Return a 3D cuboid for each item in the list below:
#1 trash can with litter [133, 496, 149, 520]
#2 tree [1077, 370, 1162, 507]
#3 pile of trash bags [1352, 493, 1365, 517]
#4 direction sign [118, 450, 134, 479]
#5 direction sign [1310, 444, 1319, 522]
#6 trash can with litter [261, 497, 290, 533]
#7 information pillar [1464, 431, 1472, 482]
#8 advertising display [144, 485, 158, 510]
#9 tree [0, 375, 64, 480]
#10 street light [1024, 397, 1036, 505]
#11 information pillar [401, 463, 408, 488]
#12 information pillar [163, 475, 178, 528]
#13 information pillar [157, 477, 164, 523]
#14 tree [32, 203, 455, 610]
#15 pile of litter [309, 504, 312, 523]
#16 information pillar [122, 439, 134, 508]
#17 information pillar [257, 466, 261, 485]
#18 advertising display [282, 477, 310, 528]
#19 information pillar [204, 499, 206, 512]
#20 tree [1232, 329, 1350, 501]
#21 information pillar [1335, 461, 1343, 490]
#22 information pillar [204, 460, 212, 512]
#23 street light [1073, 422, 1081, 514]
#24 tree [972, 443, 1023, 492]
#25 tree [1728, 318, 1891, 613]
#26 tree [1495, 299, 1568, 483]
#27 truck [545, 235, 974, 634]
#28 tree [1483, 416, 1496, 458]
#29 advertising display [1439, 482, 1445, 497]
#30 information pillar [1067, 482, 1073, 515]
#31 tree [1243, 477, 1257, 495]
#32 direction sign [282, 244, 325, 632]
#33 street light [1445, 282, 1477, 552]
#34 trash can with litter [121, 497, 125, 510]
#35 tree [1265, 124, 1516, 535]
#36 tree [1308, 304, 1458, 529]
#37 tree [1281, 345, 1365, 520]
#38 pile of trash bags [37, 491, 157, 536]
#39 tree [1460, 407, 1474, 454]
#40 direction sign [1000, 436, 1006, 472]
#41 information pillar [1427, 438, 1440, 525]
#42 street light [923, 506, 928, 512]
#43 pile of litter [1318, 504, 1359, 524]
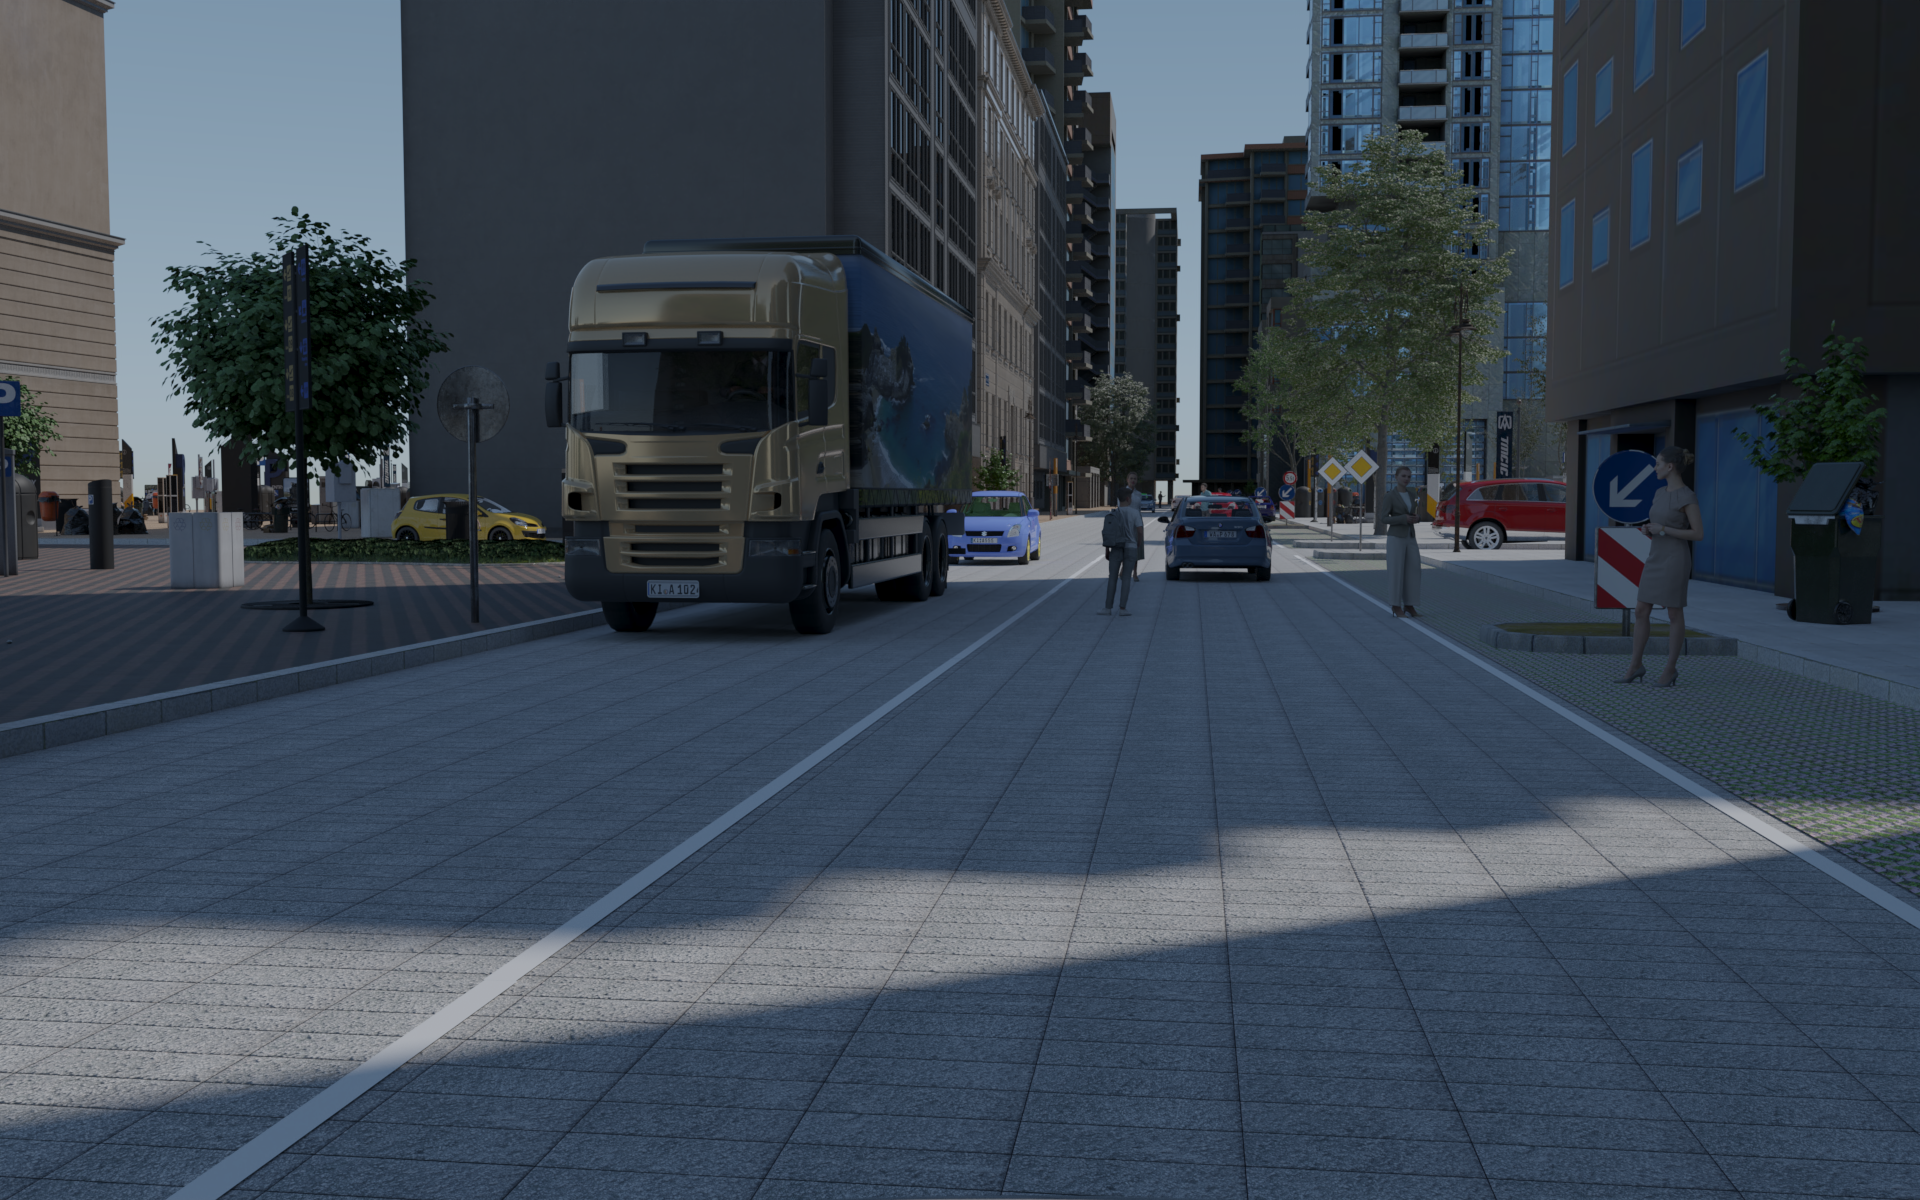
[{"bbox_3d":[-40.433,-4.516,85.217,0.624,1.170,1.055,0,4,1],"label":"trash can with litter"},{"bbox_3d":[15.907,-16.611,178.239,9.857,13.997,8.962,0,3,0],"label":"tree"},{"bbox_3d":[22.875,-5.397,97.992,1.912,1.369,3.447,-1,4,-11],"label":"pile of trash bags"},{"bbox_3d":[-43.434,-6.010,90.253,0.379,3.537,0.876,2,4,30],"label":"direction sign"},{"bbox_3d":[16.107,-5.302,78.683,0.379,3.537,0.876,-1,4,-12],"label":"direction sign"},{"bbox_3d":[-22.601,-2.794,57.064,1.055,1.170,0.624,2,4,25],"label":"trash can with litter"},{"bbox_3d":[18.942,-4.483,64.656,0.183,3.616,0.504,3,5,44],"label":"information pillar"},{"bbox_3d":[-54.800,-6.864,117.434,0.974,1.923,0.123,0,4,8],"label":"advertising display"},{"bbox_3d":[-22.750,-3.464,40.349,4.285,4.588,4.351,0,3,0],"label":"tree"},{"bbox_3d":[3.265,-6.614,80.934,0.468,5.910,1.993,0,4,8],"label":"street light"},{"bbox_3d":[-41.391,-8.425,129.107,0.504,3.616,0.183,1,4,9],"label":"information pillar"},{"bbox_3d":[-29.984,-3.757,65.925,0.304,2.012,0.304,3,4,38],"label":"information pillar"},{"bbox_3d":[-34.901,-4.363,75.825,0.304,2.012,0.304,1,4,11],"label":"information pillar"},{"bbox_3d":[-7.434,-2.208,19.808,4.285,4.588,4.351,0,3,0],"label":"tree"},{"bbox_3d":[-29.254,-3.941,78.401,1.719,0.858,1.176,2,4,28],"label":"pile of litter"},{"bbox_3d":[-35.314,-5.023,73.475,0.504,3.616,0.183,1,4,19],"label":"information pillar"},{"bbox_3d":[-36.459,-6.031,89.964,0.183,3.616,0.504,0,4,5],"label":"information pillar"},{"bbox_3d":[-25.273,-3.716,65.970,0.974,1.923,0.123,-1,4,-9],"label":"advertising display"},{"bbox_3d":[-52.361,-7.083,120.299,0.304,2.012,0.304,-2,4,-30],"label":"information pillar"},{"bbox_3d":[20.766,-11.139,107.872,9.928,11.665,9.643,0,3,0],"label":"tree"},{"bbox_3d":[25.327,-7.615,115.861,0.504,3.616,0.183,3,4,36],"label":"information pillar"},{"bbox_3d":[-51.539,-7.797,118.835,0.504,3.616,0.183,0,4,-2],"label":"information pillar"},{"bbox_3d":[7.512,-8.506,111.856,0.468,5.910,1.993,0,4,8],"label":"street light"},{"bbox_3d":[1.281,-4.352,65.749,1.663,3.219,1.824,0,3,0],"label":"tree"},{"bbox_3d":[9.683,-1.502,19.154,1.663,3.219,1.824,0,3,0],"label":"tree"},{"bbox_3d":[21.759,-6.797,61.485,4.360,8.622,3.978,0,3,0],"label":"tree"},{"bbox_3d":[-1.912,-1.976,21.214,2.839,4.237,11.283,1,4,9],"label":"truck"},{"bbox_3d":[37.248,-10.092,115.371,4.360,8.622,3.978,0,3,0],"label":"tree"},{"bbox_3d":[26.280,-5.537,95.742,0.974,1.923,0.123,1,4,15],"label":"advertising display"},{"bbox_3d":[6.589,-6.091,104.080,0.304,2.012,0.304,-1,4,-13],"label":"information pillar"},{"bbox_3d":[33.058,-12.415,197.589,1.663,3.219,1.824,0,3,0],"label":"tree"},{"bbox_3d":[-6.163,-1.478,16.162,0.379,3.537,0.876,-2,4,-34],"label":"direction sign"},{"bbox_3d":[10.947,-3.988,37.990,0.468,5.910,1.993,0,4,8],"label":"street light"},{"bbox_3d":[-34.672,-3.627,70.691,1.055,1.170,0.624,-1,4,-19],"label":"trash can with litter"},{"bbox_3d":[13.519,-8.286,53.607,7.486,12.596,7.792,0,3,0],"label":"tree"},{"bbox_3d":[15.016,-6.909,63.329,4.737,8.622,4.395,0,3,0],"label":"tree"},{"bbox_3d":[17.459,-8.179,84.081,4.360,8.622,3.978,0,3,0],"label":"tree"},{"bbox_3d":[-27.300,-2.717,54.170,1.912,1.369,3.447,1,4,19],"label":"pile of trash bags"},{"bbox_3d":[27.767,-9.230,101.266,4.737,8.622,4.395,0,3,0],"label":"tree"},{"bbox_3d":[1.671,-4.630,67.692,0.379,3.537,0.876,-1,4,-13],"label":"direction sign"},{"bbox_3d":[19.505,-4.889,71.295,0.504,3.616,0.183,2,4,33],"label":"information pillar"},{"bbox_3d":[-0.978,-4.634,48.560,0.468,5.910,1.993,0,4,8],"label":"street light"},{"bbox_3d":[16.332,-3.715,74.699,1.719,0.858,1.176,1,4,21],"label":"pile of litter"}]
